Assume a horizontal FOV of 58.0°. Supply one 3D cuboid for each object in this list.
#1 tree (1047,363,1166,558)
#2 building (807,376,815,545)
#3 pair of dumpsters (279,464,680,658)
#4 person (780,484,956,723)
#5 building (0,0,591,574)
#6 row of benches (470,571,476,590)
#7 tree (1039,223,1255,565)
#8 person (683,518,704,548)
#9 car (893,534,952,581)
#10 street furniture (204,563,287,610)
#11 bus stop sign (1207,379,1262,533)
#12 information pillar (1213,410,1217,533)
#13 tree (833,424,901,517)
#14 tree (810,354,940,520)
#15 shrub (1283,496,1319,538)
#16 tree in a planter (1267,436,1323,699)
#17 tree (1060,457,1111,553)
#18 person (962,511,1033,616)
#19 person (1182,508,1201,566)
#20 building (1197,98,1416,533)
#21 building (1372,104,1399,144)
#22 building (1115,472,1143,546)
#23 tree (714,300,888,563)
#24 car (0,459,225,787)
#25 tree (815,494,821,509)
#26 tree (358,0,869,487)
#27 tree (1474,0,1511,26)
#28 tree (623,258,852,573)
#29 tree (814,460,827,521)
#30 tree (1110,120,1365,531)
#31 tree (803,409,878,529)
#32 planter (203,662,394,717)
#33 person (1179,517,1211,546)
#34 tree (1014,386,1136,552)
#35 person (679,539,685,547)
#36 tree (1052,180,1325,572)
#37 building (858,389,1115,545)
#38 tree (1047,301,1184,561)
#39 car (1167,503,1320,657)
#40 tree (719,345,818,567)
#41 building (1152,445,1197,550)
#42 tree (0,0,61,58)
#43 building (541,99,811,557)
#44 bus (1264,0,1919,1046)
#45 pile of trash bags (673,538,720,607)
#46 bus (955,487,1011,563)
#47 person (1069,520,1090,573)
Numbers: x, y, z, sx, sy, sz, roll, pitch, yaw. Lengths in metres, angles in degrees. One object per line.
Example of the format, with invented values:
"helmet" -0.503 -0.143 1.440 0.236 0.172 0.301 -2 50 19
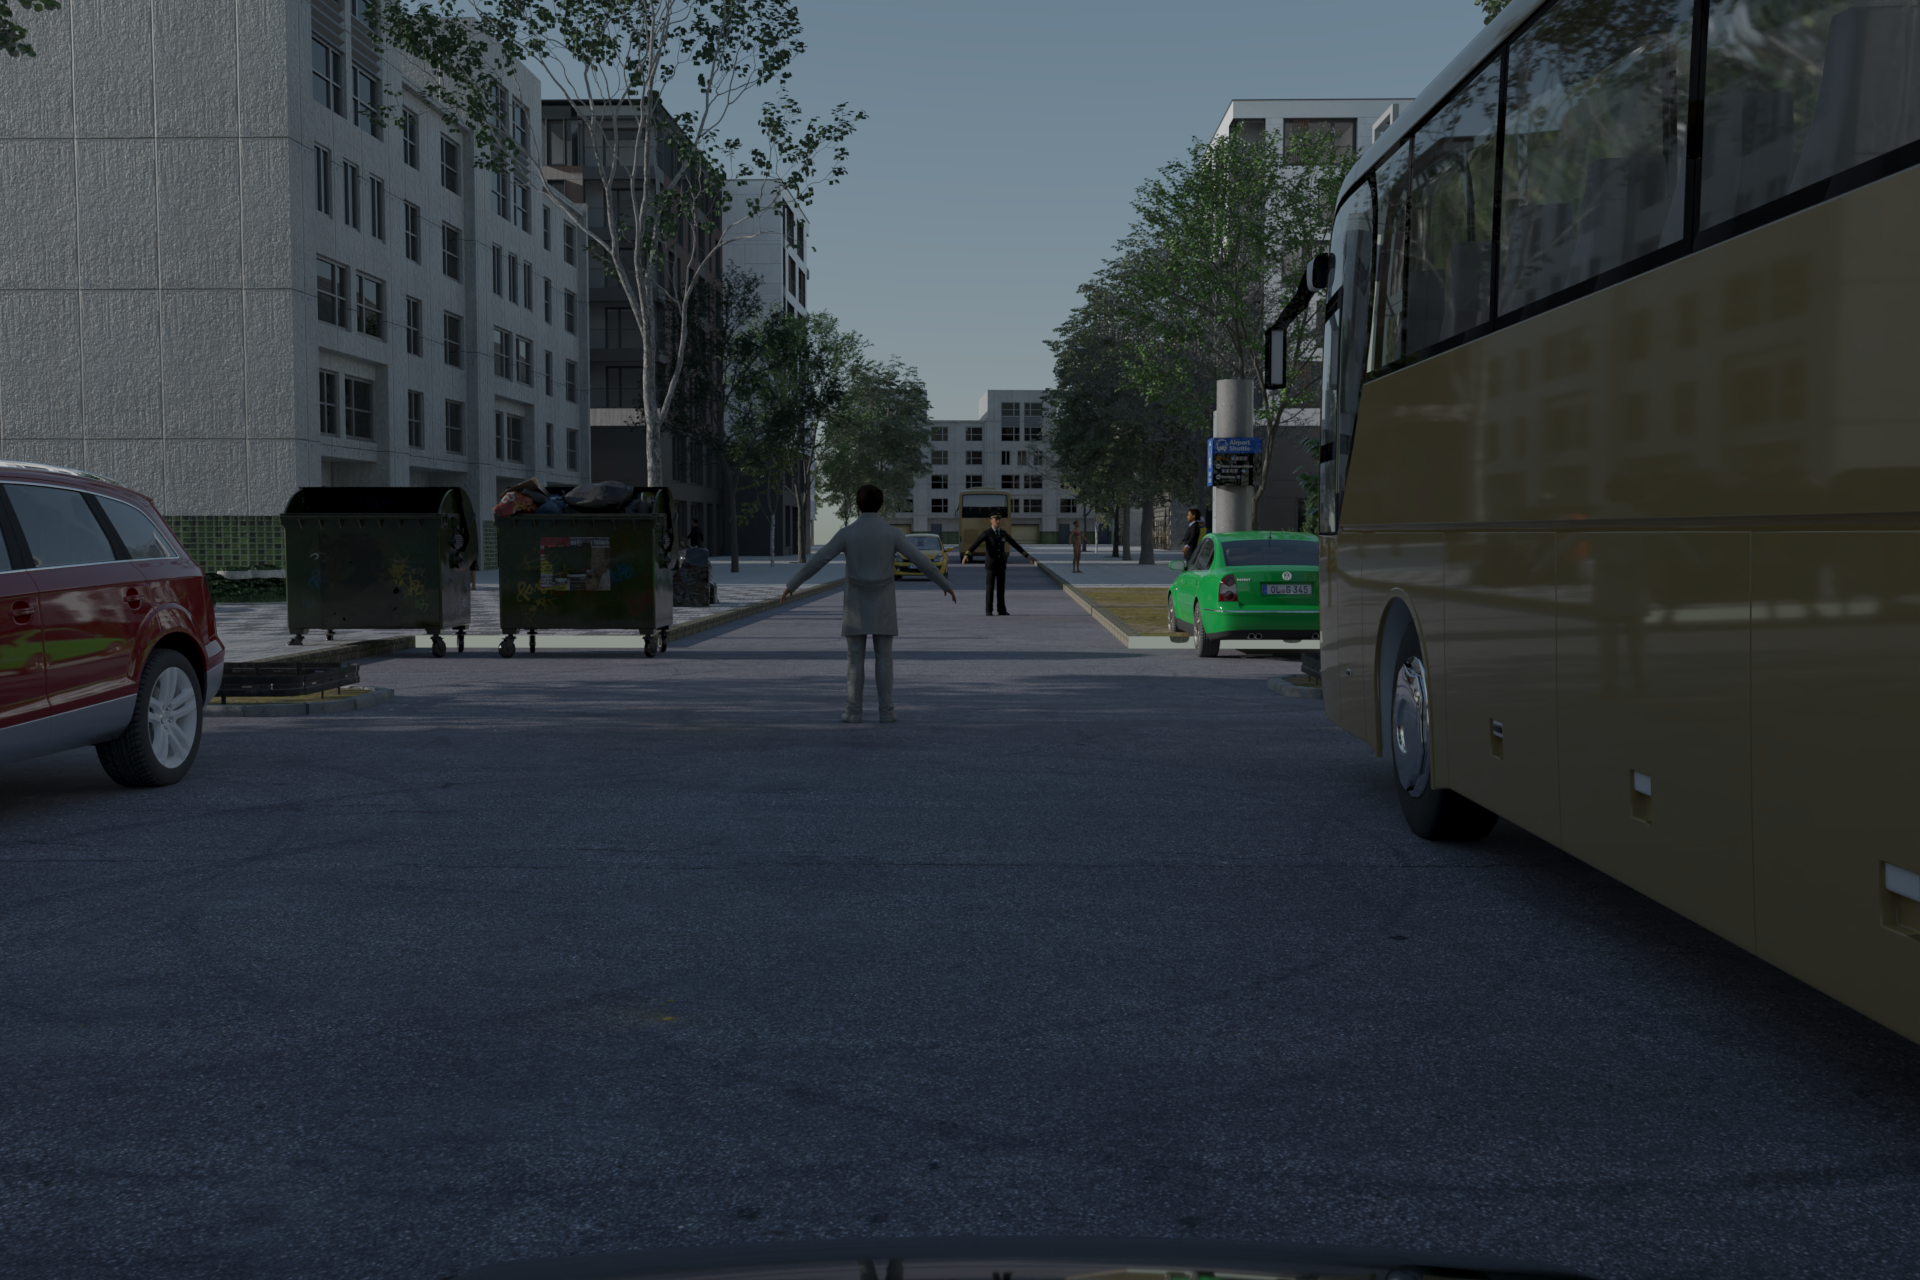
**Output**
"tree" 8.468 -10.327 94.600 9.928 11.665 9.643 0 3 0
"building" -22.160 -20.305 188.414 16.016 20.090 11.380 0 4 2
"pair of dumpsters" -5.614 -0.946 20.420 4.436 2.255 1.574 0 4 1
"person" -0.689 -0.278 13.187 1.347 1.806 0.705 0 4 -6
"building" -24.929 -11.829 59.864 16.747 18.905 31.486 0 4 2
"row of benches" -12.442 -1.554 40.871 1.422 0.672 4.104 -3 4 -36
"tree" 7.963 -10.154 72.681 9.857 13.997 8.962 0 3 0
"person" -9.017 -3.234 58.818 0.705 1.837 1.347 1 4 21
"car" -1.239 -2.685 54.131 2.015 1.641 3.980 0 4 1
"street furniture" -14.146 -1.073 33.167 5.734 0.657 10.072 1 4 16
"bus stop sign" 4.714 -2.493 29.785 0.837 3.901 0.837 0 4 2
"information pillar" 4.935 -2.519 32.504 0.184 3.620 1.656 0 4 1
"tree" -6.788 -9.988 113.661 4.360 8.622 3.978 0 3 0
"tree" -6.297 -13.268 123.591 9.857 13.997 8.962 0 3 0
"shrub" 5.894 -1.456 27.845 1.661 2.075 1.752 0 3 0
"tree in a planter" 3.856 -1.131 15.707 1.991 3.239 1.994 0 4 1
"tree" 9.064 -10.165 116.562 4.737 8.622 4.395 0 3 0
"person" 0.642 -1.350 30.467 1.347 1.837 0.705 -1 4 -22
"person" 4.092 -1.486 31.023 0.721 1.740 1.216 1 4 12
"building" 27.153 -15.518 97.697 27.936 21.610 32.646 0 4 2
"building" 23.630 -13.523 77.528 16.016 20.090 11.380 0 4 1
"building" 27.171 -22.091 192.110 19.493 23.208 18.063 0 4 1
"tree" -6.996 -9.219 76.494 9.928 11.665 9.643 0 3 0
"car" -5.523 0.017 8.393 2.281 1.827 5.304 0 4 1
"tree" -19.605 -16.498 220.097 4.737 8.622 4.395 0 3 0
"tree" -8.466 -11.366 41.726 12.611 20.169 13.585 0 3 0
"tree" 10.169 -6.988 20.914 9.857 13.997 8.962 0 3 0
"tree" -7.422 -7.554 57.923 8.767 10.594 7.601 1 4 13
"tree" -19.899 -18.045 213.156 7.486 12.596 7.792 0 3 0
"tree" 7.409 -7.145 42.573 9.928 11.665 9.643 0 3 0
"tree" -6.124 -8.948 96.669 4.360 8.622 3.978 0 3 0
"planter" -5.903 0.404 14.531 1.991 0.319 1.994 0 4 1
"person" 6.835 -2.617 49.257 1.216 1.772 0.721 0 4 3
"tree" 9.202 -13.187 125.975 12.009 13.543 11.850 0 3 0
"person" -8.464 -2.626 49.069 1.346 1.812 0.704 1 4 11
"tree" 8.273 -9.040 58.180 12.009 13.543 11.850 0 3 0
"building" 2.907 -21.398 218.765 31.486 18.905 16.747 0 4 -3
"tree" 8.117 -10.107 83.381 7.486 12.596 7.792 0 3 0
"car" 3.644 -0.776 21.484 1.959 1.807 4.718 0 4 0
"tree" -7.356 -7.151 67.288 4.737 8.622 4.395 0 3 0
"building" 25.811 -19.122 143.580 19.493 23.208 18.063 0 4 1
"tree" -11.789 -6.525 13.344 9.857 13.997 8.962 0 3 0
"building" -24.246 -15.551 98.235 27.936 21.610 32.646 0 4 2
"bus" 3.273 -0.815 4.877 2.896 3.916 12.252 0 4 1
"pile of trash bags" -5.373 -1.275 30.591 1.912 1.369 3.447 0 4 3
"bus" 1.193 -6.007 89.766 2.896 3.916 12.252 0 3 0
"person" 3.931 -3.085 57.239 0.721 1.733 1.217 3 4 36
